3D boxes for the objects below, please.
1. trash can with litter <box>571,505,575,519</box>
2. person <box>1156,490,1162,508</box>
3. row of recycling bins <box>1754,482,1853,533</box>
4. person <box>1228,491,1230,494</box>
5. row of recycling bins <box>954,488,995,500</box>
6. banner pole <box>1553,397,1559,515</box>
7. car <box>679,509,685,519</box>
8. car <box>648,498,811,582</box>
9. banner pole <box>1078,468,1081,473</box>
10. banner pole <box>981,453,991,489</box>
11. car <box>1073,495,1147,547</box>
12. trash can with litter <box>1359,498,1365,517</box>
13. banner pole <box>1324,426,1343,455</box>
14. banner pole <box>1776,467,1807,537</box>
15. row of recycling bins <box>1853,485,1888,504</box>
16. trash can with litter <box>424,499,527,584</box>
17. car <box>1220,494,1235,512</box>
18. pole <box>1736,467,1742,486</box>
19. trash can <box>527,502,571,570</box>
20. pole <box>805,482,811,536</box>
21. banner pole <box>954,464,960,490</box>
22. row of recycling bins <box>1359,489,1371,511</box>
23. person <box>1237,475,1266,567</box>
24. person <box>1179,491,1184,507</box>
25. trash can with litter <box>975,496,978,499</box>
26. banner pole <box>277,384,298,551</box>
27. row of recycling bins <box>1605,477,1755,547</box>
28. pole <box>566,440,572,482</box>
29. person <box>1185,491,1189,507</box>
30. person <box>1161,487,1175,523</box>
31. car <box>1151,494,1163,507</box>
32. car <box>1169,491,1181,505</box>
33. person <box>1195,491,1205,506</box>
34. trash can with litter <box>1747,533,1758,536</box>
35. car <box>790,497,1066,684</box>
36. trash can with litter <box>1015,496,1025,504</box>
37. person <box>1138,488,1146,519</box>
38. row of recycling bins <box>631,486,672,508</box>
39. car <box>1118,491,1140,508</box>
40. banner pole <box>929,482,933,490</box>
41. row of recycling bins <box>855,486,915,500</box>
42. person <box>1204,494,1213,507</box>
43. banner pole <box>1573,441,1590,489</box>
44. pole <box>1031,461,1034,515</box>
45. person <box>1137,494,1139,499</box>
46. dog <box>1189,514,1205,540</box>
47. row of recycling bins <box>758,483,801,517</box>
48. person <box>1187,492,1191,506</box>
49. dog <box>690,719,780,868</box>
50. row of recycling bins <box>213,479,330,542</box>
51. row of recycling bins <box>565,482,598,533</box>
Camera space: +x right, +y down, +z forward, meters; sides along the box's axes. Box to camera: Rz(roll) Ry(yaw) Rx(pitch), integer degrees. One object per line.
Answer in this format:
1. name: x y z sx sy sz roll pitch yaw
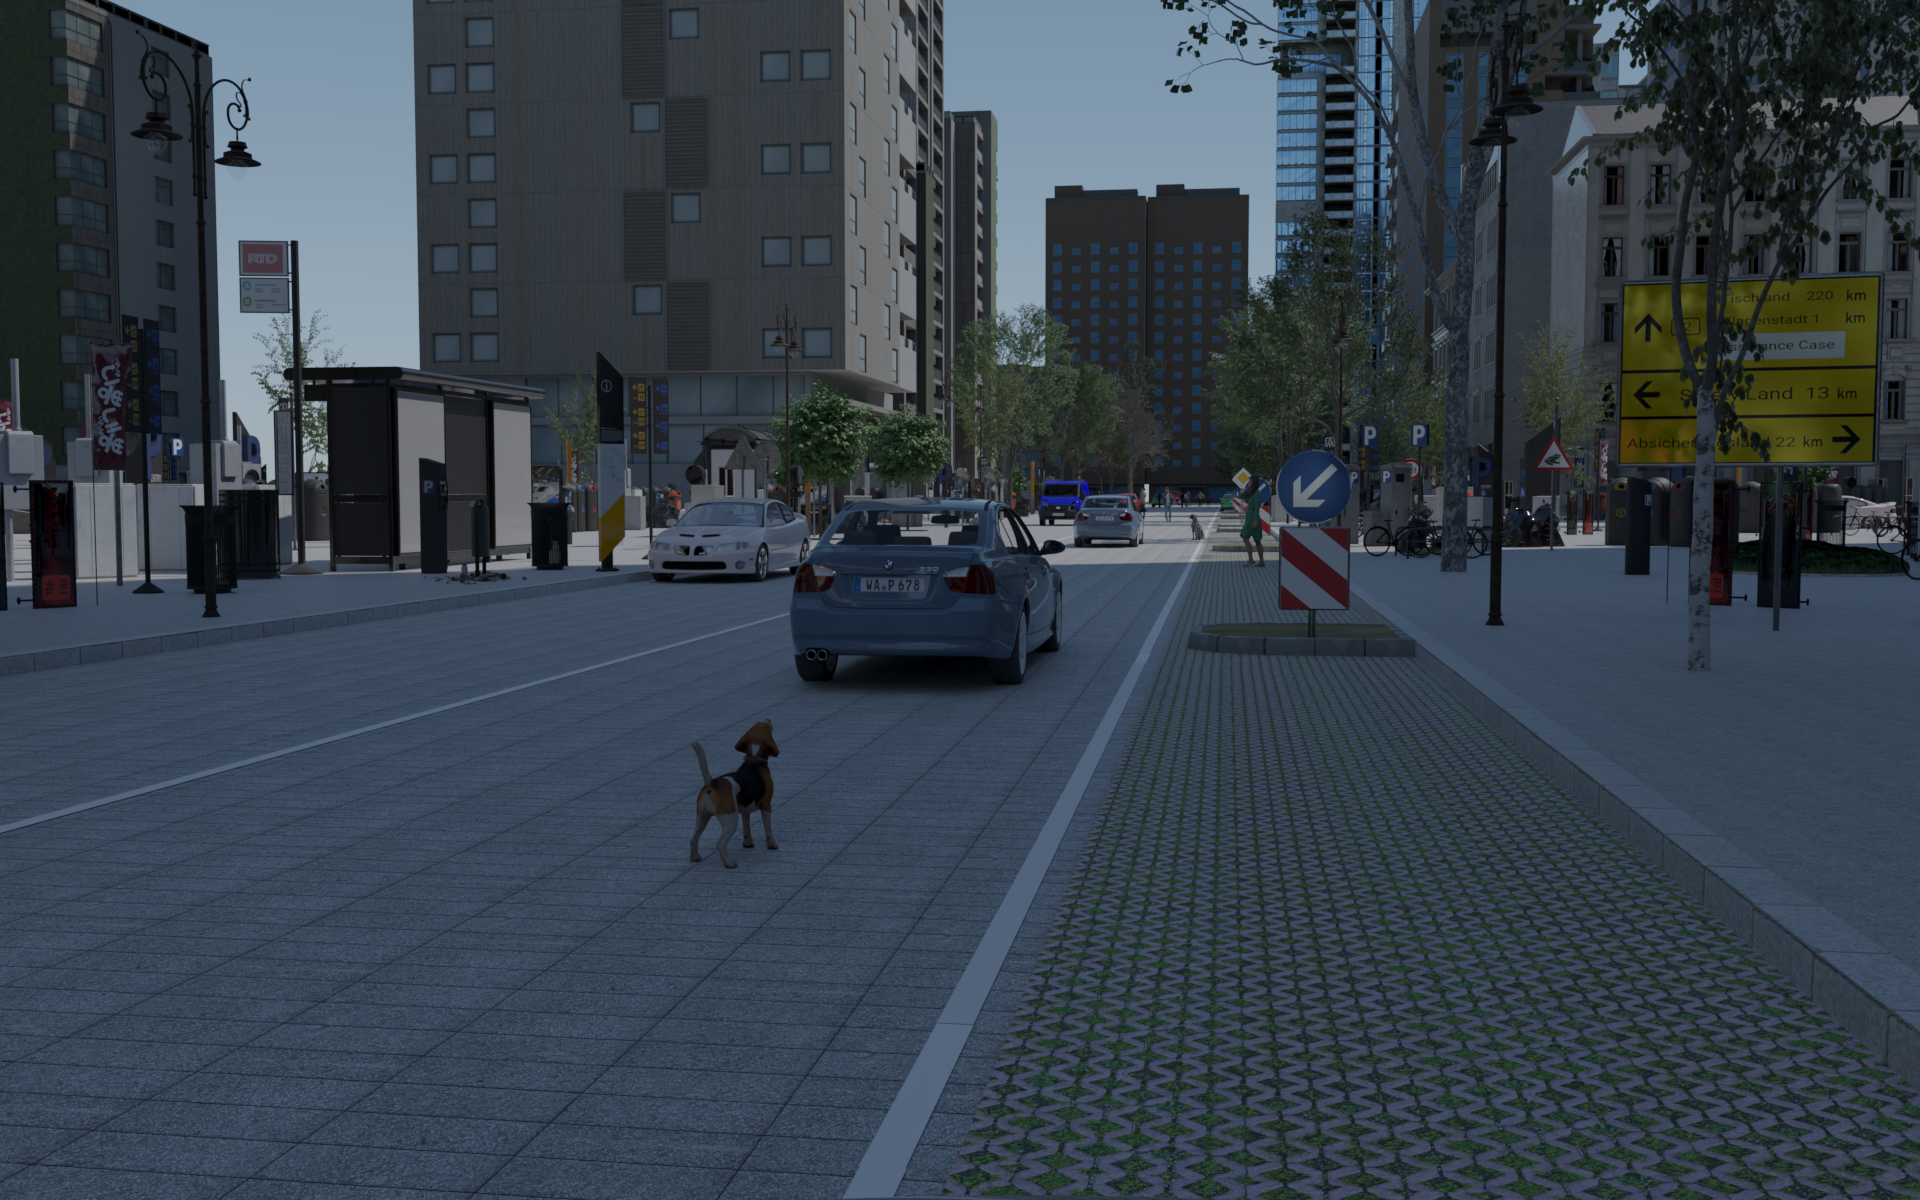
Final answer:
1. trash can with litter: -15.731 -3.478 68.250 0.624 1.170 1.055 -3 4 -39
2. person: 20.701 -10.487 179.992 0.705 1.821 1.348 -1 4 -16
3. row of recycling bins: 27.468 -3.071 57.320 3.534 1.692 1.069 0 4 -7
4. person: 30.674 -11.560 197.520 1.348 1.823 0.705 2 4 28
5. row of recycling bins: 0.800 -7.218 125.128 3.534 1.692 1.069 0 4 6
6. banner pole: 15.505 -3.374 45.182 0.401 3.779 0.863 1 4 12
7. car: -9.763 -3.724 73.243 4.827 1.381 2.083 1 4 10
8. car: -3.883 -1.071 29.867 2.083 1.381 4.827 1 4 9
9. banner pole: 10.082 -9.559 146.302 0.401 3.779 0.863 -1 4 -18
10. banner pole: 1.583 -6.845 101.934 0.863 3.779 0.401 -1 4 -19
11. car: 4.162 -2.208 48.106 2.014 1.417 4.499 1 4 9
12. trash can with litter: 19.627 -4.452 84.178 1.055 1.170 0.624 0 4 4
13. banner pole: 13.703 -4.491 63.444 0.863 3.779 0.401 2 4 27
14. banner pole: 20.519 -3.213 42.555 0.863 3.779 0.401 2 4 35
15. row of recycling bins: 41.250 -4.395 78.977 3.534 1.692 1.069 -3 4 -38
16. trash can with litter: -7.294 -0.893 25.651 1.678 1.210 2.233 0 4 -4
17. car: 21.477 -7.824 136.716 1.959 1.807 4.718 1 4 9
18. pole: 34.374 -5.052 76.449 0.158 3.312 0.155 0 3 0
19. trash can: -6.955 -1.082 29.350 0.748 1.137 0.748 0 3 0
20. pole: -4.626 -3.598 52.678 0.158 3.312 0.155 0 3 0
21. banner pole: -0.258 -9.401 143.718 0.401 3.779 0.863 -3 5 -42
22. row of recycling bins: 30.977 -7.820 134.966 3.534 1.692 1.069 -3 5 -42
23. person: 5.725 -1.526 33.692 0.529 1.795 0.600 -1 4 -15
24. person: 24.344 -11.077 190.437 0.721 1.723 1.217 -1 4 -17
25. trash can with litter: 1.067 -8.089 143.639 0.624 1.170 1.055 -3 5 -42
26. banner pole: -15.358 -3.032 39.590 0.863 3.779 0.401 3 5 42
27. row of recycling bins: 17.453 -2.165 42.504 1.069 1.692 3.534 -2 4 -34
28. pole: -14.680 -4.357 65.073 0.158 3.312 0.155 0 3 0
29. person: 25.565 -11.379 195.269 0.721 1.735 1.217 2 4 27
30. person: 10.330 -4.729 86.173 0.623 1.781 0.721 -1 4 -14
31. car: 21.887 -11.030 189.138 1.959 1.807 4.718 1 4 10
32. car: 27.357 -13.044 221.941 2.281 1.827 5.304 1 4 11
33. person: 27.698 -11.702 199.805 1.348 1.826 0.705 3 5 41
34. trash can with litter: 24.765 -2.553 52.795 1.678 1.210 2.233 2 4 34
35. car: -0.173 -0.149 14.436 2.014 1.417 4.499 1 4 9
36. trash can with litter: 3.294 -5.403 99.718 1.055 1.170 0.624 -2 4 -27
37. person: 10.401 -5.522 98.969 0.473 1.802 0.592 3 5 42
38. row of recycling bins: -16.620 -5.209 92.273 1.069 1.692 3.534 2 4 28
39. car: 11.592 -6.817 120.498 2.155 1.783 4.494 0 4 8
40. banner pole: -2.118 -8.613 130.832 0.863 3.779 0.401 2 4 25
41. row of recycling bins: -4.010 -5.192 92.006 3.534 1.692 1.069 2 4 25
42. person: 27.757 -11.111 193.429 1.065 1.426 0.557 0 4 -4
43. banner pole: 29.395 -5.613 81.789 0.863 3.779 0.401 3 4 36
44. pole: 4.536 -6.994 108.199 0.158 3.312 0.155 0 3 0
45. person: 15.614 -8.573 151.920 0.557 1.426 1.065 -1 4 -9
46. dog: 7.353 -2.260 53.792 0.513 0.831 0.800 1 4 8
47. row of recycling bins: -7.037 -3.570 65.489 3.534 1.692 1.069 2 4 30
48. person: 26.721 -11.804 202.418 0.530 1.710 0.541 -1 4 -14
49. dog: -0.893 0.761 6.851 0.406 0.507 0.540 -1 4 -17
50. row of recycling bins: -18.780 -2.415 46.592 3.534 1.692 1.069 -3 5 -42
51. row of recycling bins: -12.990 -3.175 59.020 1.069 1.692 3.534 1 4 11
